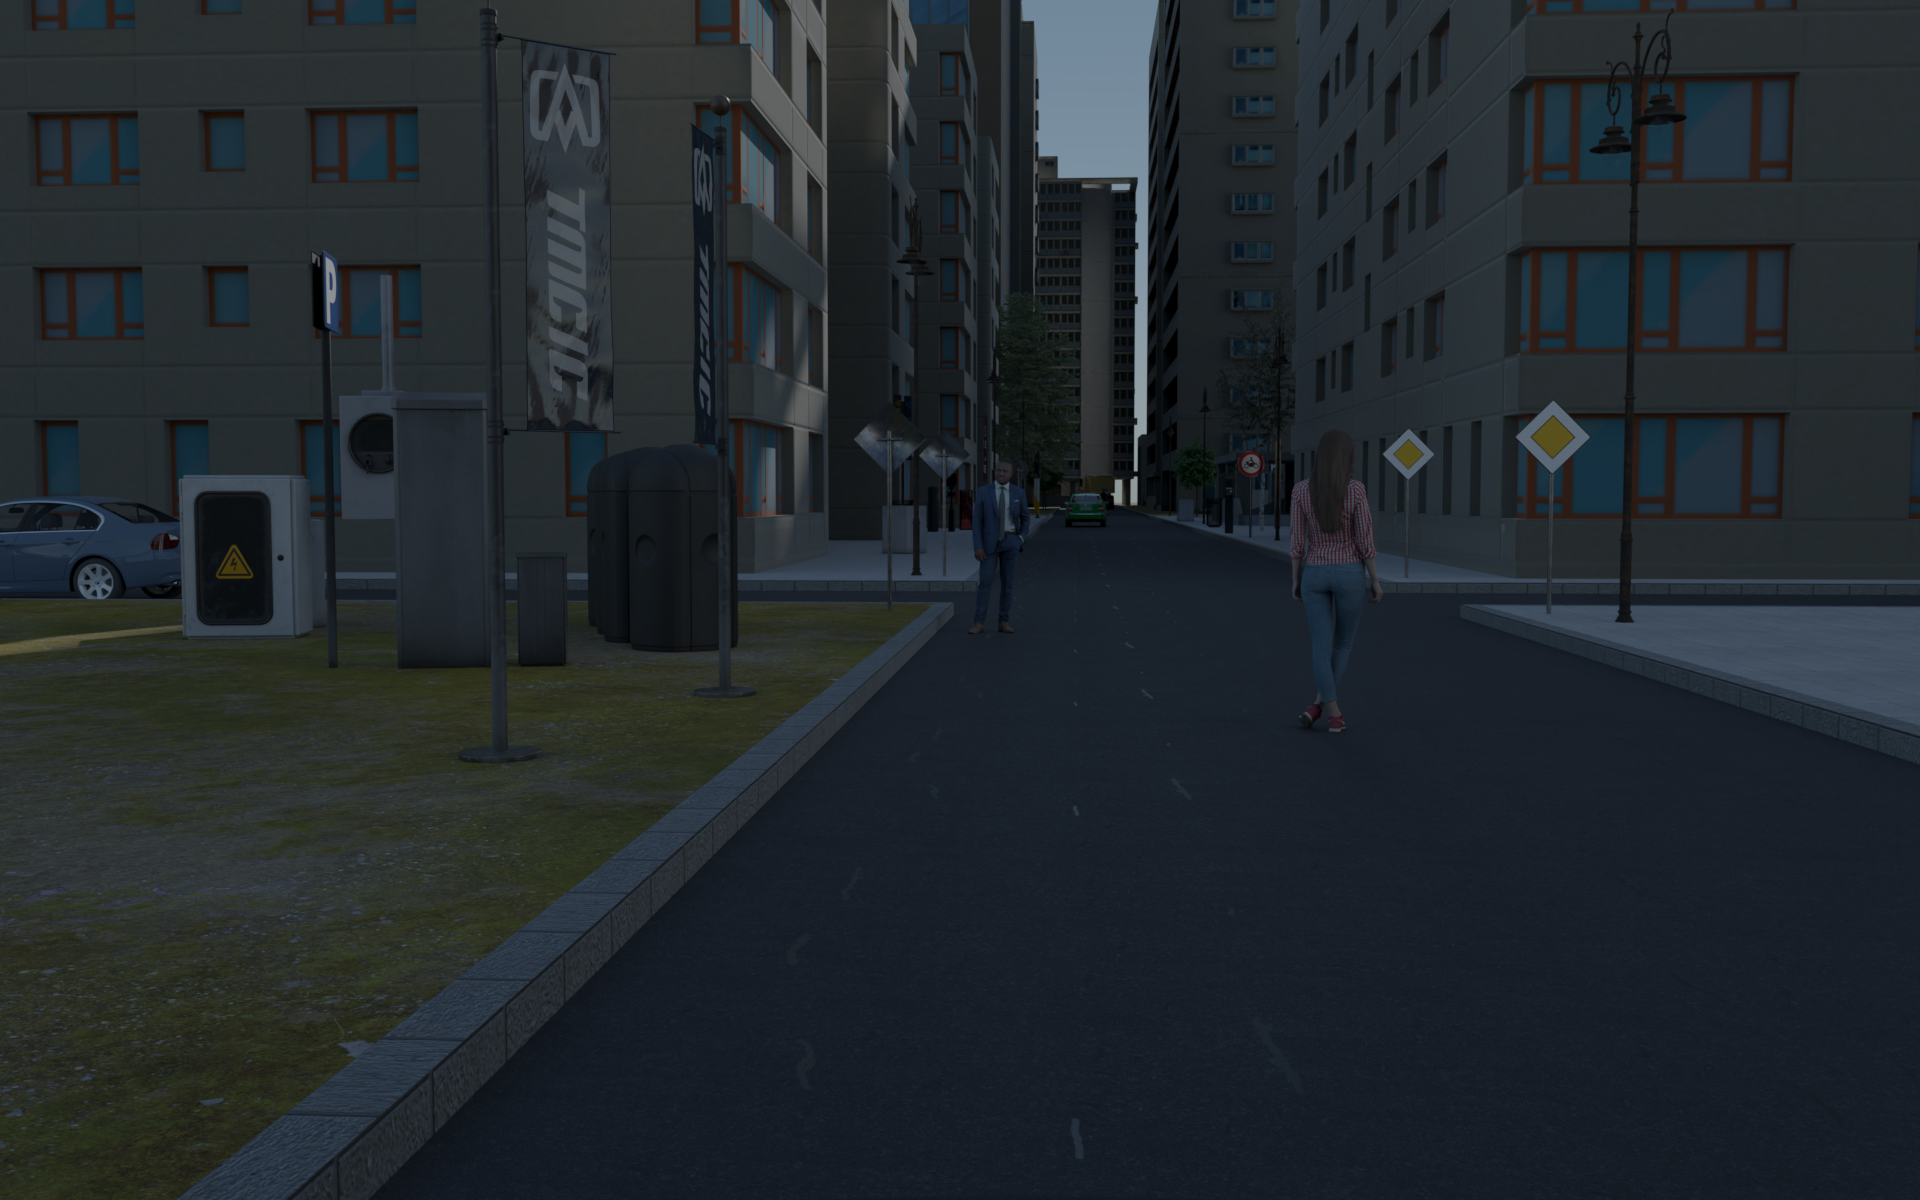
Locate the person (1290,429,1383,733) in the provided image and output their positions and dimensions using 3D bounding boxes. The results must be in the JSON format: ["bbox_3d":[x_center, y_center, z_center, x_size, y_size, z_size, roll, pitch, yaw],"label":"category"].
[{"bbox_3d":[2.270,-0.119,10.448,0.555,1.821,0.388,1,4,10],"label":"person"}]

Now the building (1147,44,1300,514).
[{"bbox_3d":[31.836,-27.494,141.412,32.217,40.220,23.993,0,4,4],"label":"building"}]

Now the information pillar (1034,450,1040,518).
[{"bbox_3d":[4.097,-6.168,92.202,0.183,3.616,0.504,-1,4,-22],"label":"information pillar"}]

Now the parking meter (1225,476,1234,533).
[{"bbox_3d":[8.784,-3.107,56.503,0.255,1.863,0.399,1,4,14],"label":"parking meter"}]

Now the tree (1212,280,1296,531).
[{"bbox_3d":[10.595,-6.736,60.492,4.360,8.622,3.978,0,3,0],"label":"tree"}]

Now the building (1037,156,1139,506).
[{"bbox_3d":[8.596,-31.194,201.908,23.993,40.220,32.217,0,4,4],"label":"building"}]

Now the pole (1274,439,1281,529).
[{"bbox_3d":[11.739,-4.289,63.972,0.158,3.312,0.155,0,3,0],"label":"pole"}]

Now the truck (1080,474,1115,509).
[{"bbox_3d":[13.374,-10.433,166.503,3.469,3.379,9.791,0,4,2],"label":"truck"}]

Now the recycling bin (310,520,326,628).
[{"bbox_3d":[-6.569,-0.259,16.791,0.722,1.027,0.722,-2,4,-25],"label":"recycling bin"}]

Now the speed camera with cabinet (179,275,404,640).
[{"bbox_3d":[-5.851,-1.294,15.496,2.038,3.252,0.660,0,4,-7],"label":"speed camera with cabinet"}]

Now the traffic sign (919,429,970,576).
[{"bbox_3d":[-0.240,-1.426,26.962,0.795,2.450,0.064,0,4,4],"label":"traffic sign"}]

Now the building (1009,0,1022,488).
[{"bbox_3d":[-2.868,-26.888,123.206,14.154,41.232,14.086,0,4,4],"label":"building"}]

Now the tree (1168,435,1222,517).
[{"bbox_3d":[13.089,-6.880,96.200,4.285,4.588,4.351,0,3,0],"label":"tree"}]

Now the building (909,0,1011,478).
[{"bbox_3d":[-4.012,-28.067,109.010,14.600,45.320,14.200,0,4,4],"label":"building"}]

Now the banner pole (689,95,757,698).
[{"bbox_3d":[-1.536,-1.268,10.746,0.401,3.779,0.863,0,4,8],"label":"banner pole"}]

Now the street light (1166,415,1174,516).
[{"bbox_3d":[12.262,-7.844,101.038,0.468,5.910,1.993,0,4,4],"label":"street light"}]

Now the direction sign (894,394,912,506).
[{"bbox_3d":[-1.313,-2.921,39.760,0.379,3.537,0.876,2,4,24],"label":"direction sign"}]

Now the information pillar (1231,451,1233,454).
[{"bbox_3d":[14.857,-6.251,93.552,0.504,3.616,0.183,1,4,12],"label":"information pillar"}]

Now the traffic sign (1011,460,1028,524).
[{"bbox_3d":[2.185,-3.985,65.259,0.768,2.556,0.104,1,4,13],"label":"traffic sign"}]

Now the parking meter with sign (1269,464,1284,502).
[{"bbox_3d":[17.049,-5.778,90.729,0.543,3.016,1.738,-3,5,-44],"label":"parking meter with sign"}]

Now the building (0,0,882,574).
[{"bbox_3d":[-16.151,-12.081,42.566,27.650,21.520,28.899,0,4,4],"label":"building"}]

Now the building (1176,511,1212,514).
[{"bbox_3d":[25.143,-30.264,118.521,21.300,48.544,21.600,0,4,4],"label":"building"}]

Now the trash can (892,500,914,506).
[{"bbox_3d":[-1.500,-1.989,44.179,0.748,1.137,0.748,0,3,0],"label":"trash can"}]

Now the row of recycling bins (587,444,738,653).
[{"bbox_3d":[-2.783,-0.521,15.638,1.069,1.692,3.534,-1,4,-19],"label":"row of recycling bins"}]

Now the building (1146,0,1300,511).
[{"bbox_3d":[28.914,-33.055,164.154,21.300,48.544,21.600,0,4,4],"label":"building"}]

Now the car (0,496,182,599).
[{"bbox_3d":[-12.204,-0.673,23.009,4.499,1.417,2.014,0,4,5],"label":"car"}]

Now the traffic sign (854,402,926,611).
[{"bbox_3d":[-0.769,-0.939,18.994,0.795,2.450,0.064,0,4,4],"label":"traffic sign"}]

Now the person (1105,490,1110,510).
[{"bbox_3d":[13.133,-8.974,155.094,0.709,1.838,0.599,2,4,29],"label":"person"}]

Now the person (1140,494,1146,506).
[{"bbox_3d":[19.408,-10.444,182.517,1.065,1.426,0.557,-2,4,-32],"label":"person"}]

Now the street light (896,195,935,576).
[{"bbox_3d":[-0.688,-3.326,27.163,0.468,5.910,1.993,0,4,4],"label":"street light"}]

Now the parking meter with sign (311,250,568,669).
[{"bbox_3d":[-3.817,-1.014,12.845,1.738,3.016,0.543,-1,4,-10],"label":"parking meter with sign"}]

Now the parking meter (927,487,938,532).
[{"bbox_3d":[-0.916,-3.075,58.686,0.372,1.533,0.369,0,3,0],"label":"parking meter"}]

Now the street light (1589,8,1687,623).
[{"bbox_3d":[6.650,-2.714,17.154,0.468,5.910,1.993,0,4,4],"label":"street light"}]

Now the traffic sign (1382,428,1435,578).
[{"bbox_3d":[6.837,-1.396,26.474,0.795,2.450,0.064,0,4,4],"label":"traffic sign"}]

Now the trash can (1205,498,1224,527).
[{"bbox_3d":[9.804,-3.371,66.765,0.748,1.137,0.748,0,3,0],"label":"trash can"}]

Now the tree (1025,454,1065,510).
[{"bbox_3d":[7.521,-10.237,151.083,4.285,4.588,4.351,0,3,0],"label":"tree"}]

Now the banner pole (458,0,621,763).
[{"bbox_3d":[-2.058,-1.129,8.476,0.863,3.779,0.401,-3,4,-37],"label":"banner pole"}]

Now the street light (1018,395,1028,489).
[{"bbox_3d":[2.966,-6.623,81.081,0.468,5.910,1.993,0,4,4],"label":"street light"}]

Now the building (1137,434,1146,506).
[{"bbox_3d":[35.687,-53.872,193.483,31.000,86.520,22.319,0,4,4],"label":"building"}]

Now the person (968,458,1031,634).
[{"bbox_3d":[0.391,-0.567,17.951,0.721,1.800,0.419,-1,4,-15],"label":"person"}]

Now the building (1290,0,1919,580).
[{"bbox_3d":[23.756,-11.828,38.427,28.899,21.520,27.650,0,4,4],"label":"building"}]

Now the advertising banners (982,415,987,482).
[{"bbox_3d":[0.699,-2.643,39.401,0.090,3.025,2.074,1,4,11],"label":"advertising banners"}]

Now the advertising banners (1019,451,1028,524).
[{"bbox_3d":[2.618,-4.582,71.106,0.090,3.025,2.074,0,4,-6],"label":"advertising banners"}]

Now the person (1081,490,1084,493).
[{"bbox_3d":[8.583,-6.858,121.562,0.756,1.711,0.436,-2,4,-31],"label":"person"}]

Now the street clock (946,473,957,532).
[{"bbox_3d":[-0.286,-3.318,58.813,0.358,2.002,0.471,1,4,18],"label":"street clock"}]

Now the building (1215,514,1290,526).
[{"bbox_3d":[27.843,-23.432,75.002,32.217,40.220,23.993,0,4,4],"label":"building"}]

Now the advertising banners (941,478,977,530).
[{"bbox_3d":[0.244,-3.997,61.540,2.074,3.025,0.090,0,4,-1],"label":"advertising banners"}]

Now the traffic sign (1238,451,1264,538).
[{"bbox_3d":[8.557,-3.111,50.973,0.768,2.556,0.104,0,4,5],"label":"traffic sign"}]

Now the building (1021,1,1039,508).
[{"bbox_3d":[-3.333,-33.203,166.572,21.600,48.544,21.300,0,4,4],"label":"building"}]

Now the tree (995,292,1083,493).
[{"bbox_3d":[3.125,-10.996,97.914,7.486,12.596,7.792,0,3,0],"label":"tree"}]

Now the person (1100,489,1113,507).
[{"bbox_3d":[10.071,-6.902,121.371,1.348,1.821,0.705,-1,4,-23],"label":"person"}]

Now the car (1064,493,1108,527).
[{"bbox_3d":[5.571,-4.143,76.540,1.959,1.807,4.718,0,4,5],"label":"car"}]

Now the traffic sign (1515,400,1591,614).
[{"bbox_3d":[6.309,-0.909,18.506,0.795,2.450,0.064,0,4,4],"label":"traffic sign"}]

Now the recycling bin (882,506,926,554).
[{"bbox_3d":[-1.202,-1.521,37.415,0.722,1.027,0.722,2,4,33],"label":"recycling bin"}]

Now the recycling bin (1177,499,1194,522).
[{"bbox_3d":[10.561,-4.194,81.121,0.722,1.027,0.722,0,4,-2],"label":"recycling bin"}]

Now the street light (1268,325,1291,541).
[{"bbox_3d":[8.757,-4.577,47.616,0.468,5.910,1.993,0,4,4],"label":"street light"}]

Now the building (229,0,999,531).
[{"bbox_3d":[-12.680,-14.325,79.247,27.650,21.520,28.899,0,4,4],"label":"building"}]

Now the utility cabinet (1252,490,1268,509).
[{"bbox_3d":[15.501,-5.001,90.444,1.173,1.500,0.318,-1,4,-18],"label":"utility cabinet"}]

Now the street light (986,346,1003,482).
[{"bbox_3d":[1.085,-4.992,54.412,0.468,5.910,1.993,0,4,4],"label":"street light"}]

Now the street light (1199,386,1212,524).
[{"bbox_3d":[10.460,-6.198,74.128,0.468,5.910,1.993,0,4,4],"label":"street light"}]
